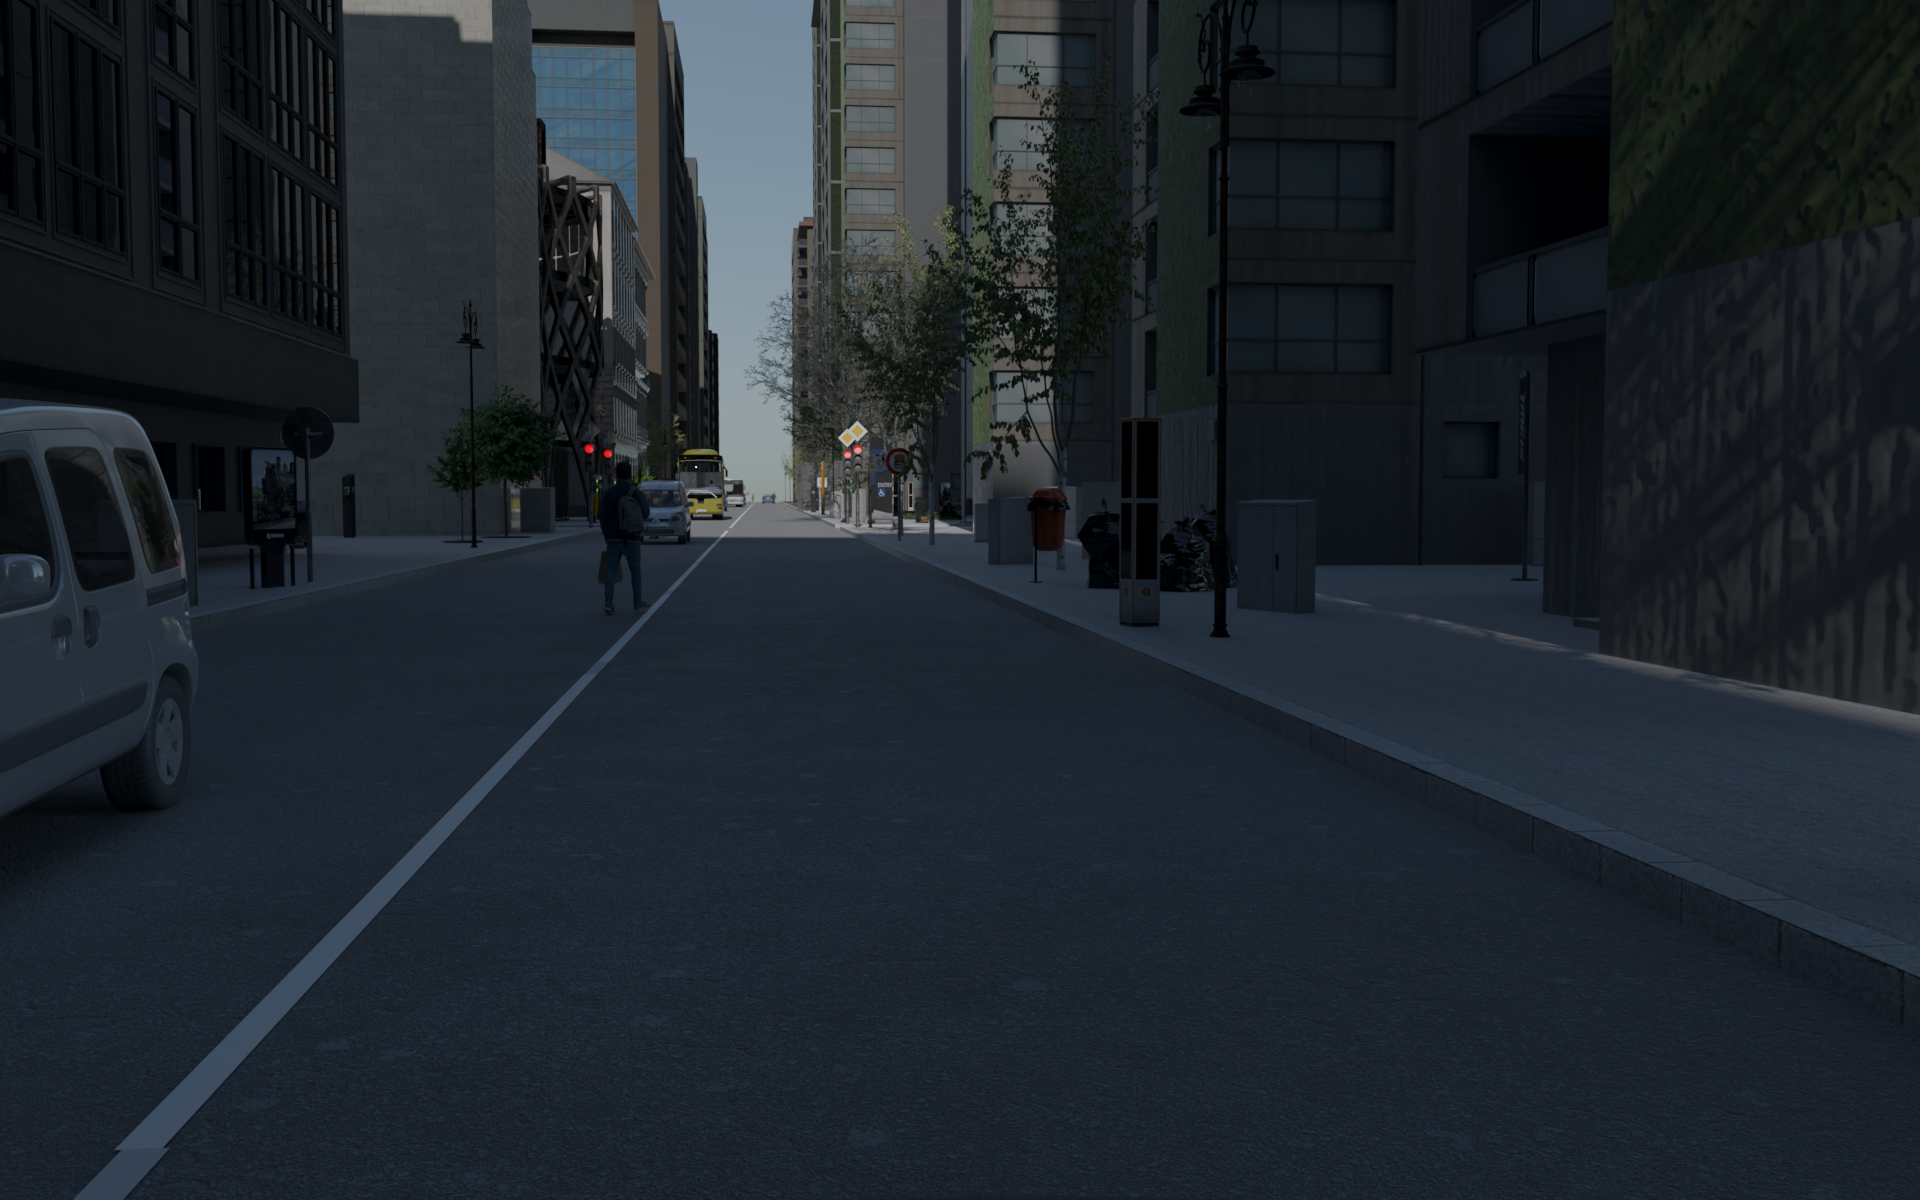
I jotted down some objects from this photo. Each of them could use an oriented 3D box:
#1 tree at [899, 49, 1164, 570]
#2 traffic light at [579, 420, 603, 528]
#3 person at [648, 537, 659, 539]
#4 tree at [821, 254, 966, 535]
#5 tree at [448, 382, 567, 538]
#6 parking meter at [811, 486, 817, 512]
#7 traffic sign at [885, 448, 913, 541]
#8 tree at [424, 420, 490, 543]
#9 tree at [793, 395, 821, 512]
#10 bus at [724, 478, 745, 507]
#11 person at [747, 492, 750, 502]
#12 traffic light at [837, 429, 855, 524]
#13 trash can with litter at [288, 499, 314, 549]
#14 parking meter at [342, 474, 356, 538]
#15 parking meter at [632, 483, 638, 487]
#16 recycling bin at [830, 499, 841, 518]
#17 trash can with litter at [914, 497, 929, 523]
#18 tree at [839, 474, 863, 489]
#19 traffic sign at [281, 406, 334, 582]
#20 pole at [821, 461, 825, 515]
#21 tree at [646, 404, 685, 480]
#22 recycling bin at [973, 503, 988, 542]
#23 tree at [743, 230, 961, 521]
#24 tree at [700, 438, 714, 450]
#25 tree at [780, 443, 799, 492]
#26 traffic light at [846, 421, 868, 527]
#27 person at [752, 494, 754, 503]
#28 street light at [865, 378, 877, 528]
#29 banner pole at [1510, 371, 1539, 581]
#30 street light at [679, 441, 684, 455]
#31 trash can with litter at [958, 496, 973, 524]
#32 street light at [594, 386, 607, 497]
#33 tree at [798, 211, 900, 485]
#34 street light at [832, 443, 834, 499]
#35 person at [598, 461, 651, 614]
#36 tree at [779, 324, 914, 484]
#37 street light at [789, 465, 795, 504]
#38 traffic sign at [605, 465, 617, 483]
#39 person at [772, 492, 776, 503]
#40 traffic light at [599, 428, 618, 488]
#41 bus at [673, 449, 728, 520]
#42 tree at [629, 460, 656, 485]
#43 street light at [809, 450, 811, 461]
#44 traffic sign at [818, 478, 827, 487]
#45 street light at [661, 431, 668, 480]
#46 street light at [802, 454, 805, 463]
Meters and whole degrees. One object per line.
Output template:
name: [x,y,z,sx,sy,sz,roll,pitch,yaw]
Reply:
tree: [1.610,-4.820,29.176,4.737,8.622,4.395,0,3,0]
traffic light: [-13.954,-4.681,65.452,0.839,4.253,0.868,0,4,-6]
person: [-9.817,-2.615,55.541,0.394,1.301,0.425,0,4,7]
tree: [-1.820,-6.327,53.810,4.360,8.622,3.978,0,3,0]
tree: [-13.282,-4.108,50.878,4.285,4.588,4.351,0,3,0]
parking meter: [-10.193,-7.038,120.774,0.399,1.863,0.255,0,4,-3]
traffic sign: [-1.664,-2.903,47.564,0.768,2.556,0.104,0,4,-5]
tree: [-13.271,-3.122,45.651,1.663,3.219,1.824,0,3,0]
tree: [-10.242,-10.774,126.518,4.360,8.622,3.978,0,3,0]
bus: [-25.401,-12.057,191.986,2.948,3.499,13.247,-1,4,-8]
person: [-36.702,-17.811,300.373,0.621,1.740,0.551,2,4,27]
traffic light: [-4.865,-5.237,74.538,0.839,4.253,0.868,0,4,-6]
trash can with litter: [-15.672,-1.818,41.117,0.624,1.170,1.055,-1,4,-20]
parking meter: [-17.934,-2.760,50.829,0.255,1.863,0.399,0,4,2]
parking meter: [-16.893,-5.159,90.066,0.255,1.863,0.399,-1,4,-22]
recycling bin: [-6.536,-4.919,92.980,0.722,1.027,0.722,-2,4,-27]
trash can with litter: [-1.625,-4.001,76.806,0.624,1.170,1.055,-1,4,-23]
tree: [-6.725,-6.780,105.456,1.663,3.219,1.824,0,3,0]
traffic sign: [-9.486,-1.535,25.208,0.768,2.556,0.104,0,3,0]
pole: [-8.489,-6.941,107.328,0.158,3.312,0.155,0,3,0]
tree: [-24.078,-11.508,138.519,4.737,8.622,4.395,0,3,0]
recycling bin: [0.725,-2.072,46.435,0.722,1.027,0.722,0,4,-2]
tree: [-4.977,-10.435,80.977,12.009,13.543,11.850,0,3,0]
tree: [-33.802,-16.761,224.401,4.737,8.622,4.395,0,3,0]
tree: [-22.114,-17.358,234.172,4.737,8.622,4.395,0,3,0]
traffic light: [-3.959,-4.751,66.605,0.839,4.253,0.868,0,4,-6]
person: [-34.269,-16.799,286.429,0.557,1.426,1.065,-2,4,-28]
street light: [-3.406,-5.687,65.775,0.468,5.910,1.993,0,4,-6]
banner pole: [8.405,-2.189,25.813,0.401,3.779,0.863,0,4,7]
street light: [-24.018,-10.817,149.642,0.468,5.910,1.993,0,4,-6]
trash can with litter: [0.877,-3.952,75.676,2.233,1.210,1.678,-1,4,-12]
street light: [-15.333,-6.198,74.132,0.468,5.910,1.993,0,4,-6]
tree: [-0.952,-5.702,43.589,4.737,8.622,4.395,0,3,0]
street light: [-7.247,-7.716,98.939,0.468,5.910,1.993,0,4,-6]
person: [-4.060,-0.746,20.687,0.794,1.824,0.713,1,4,22]
tree: [-6.094,-9.665,92.430,7.601,10.594,8.767,-2,4,-25]
street light: [-21.548,-15.420,224.900,0.468,5.910,1.993,0,4,-6]
traffic sign: [-15.380,-4.701,76.959,0.768,2.556,0.104,0,4,-1]
person: [-28.427,-15.641,264.776,0.990,1.755,0.434,3,4,36]
traffic light: [-14.860,-5.166,73.386,0.839,4.253,0.868,0,4,-6]
bus: [-14.680,-6.540,98.471,2.896,3.916,12.252,0,4,-8]
tree: [-18.136,-6.358,98.548,1.663,3.219,1.824,0,3,0]
street light: [-12.873,-10.772,148.907,0.468,5.910,1.993,0,4,-6]
traffic sign: [-8.583,-6.468,107.888,0.606,2.300,0.079,0,4,-3]
street light: [-21.131,-9.262,124.218,0.468,5.910,1.993,0,4,-6]
street light: [-15.817,-12.369,175.018,0.468,5.910,1.993,0,4,-6]
